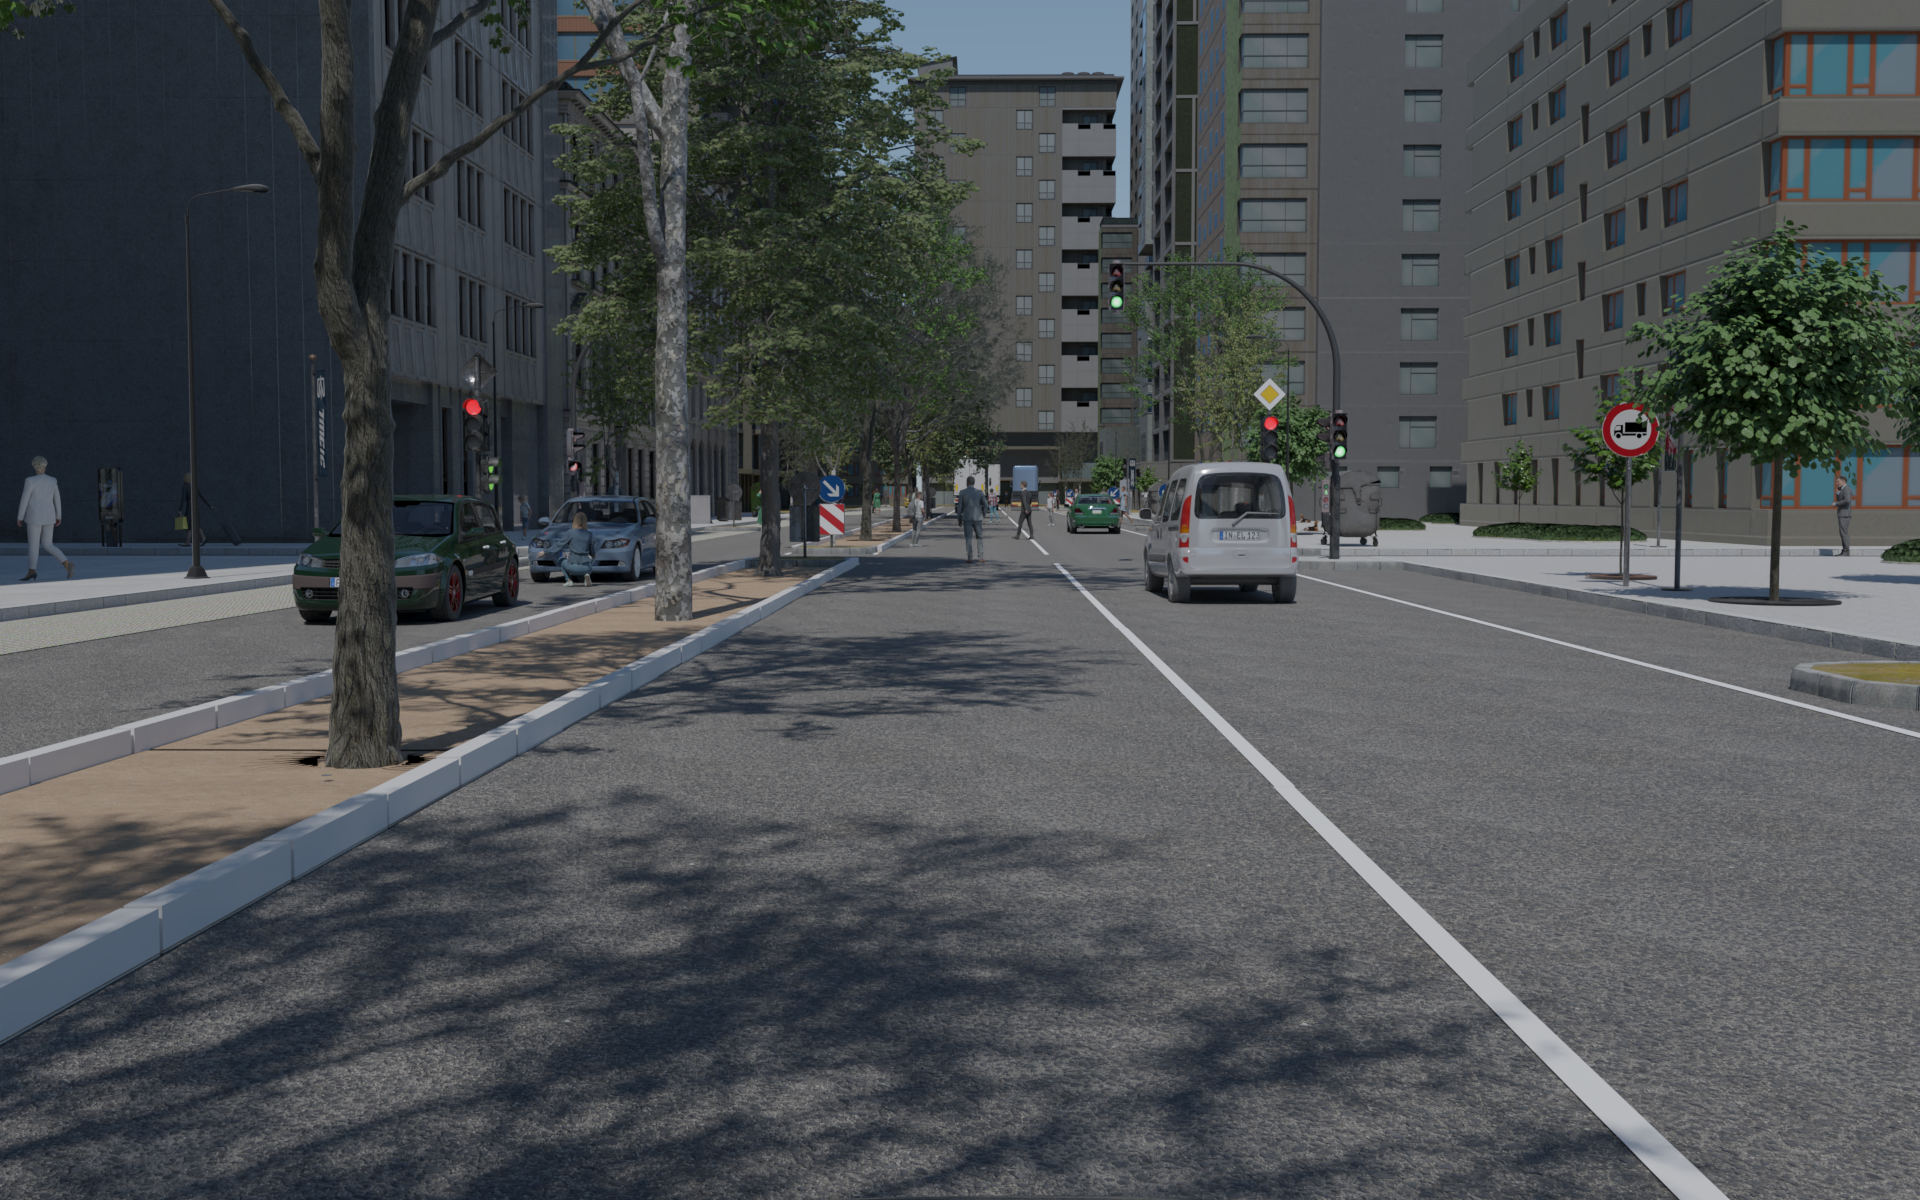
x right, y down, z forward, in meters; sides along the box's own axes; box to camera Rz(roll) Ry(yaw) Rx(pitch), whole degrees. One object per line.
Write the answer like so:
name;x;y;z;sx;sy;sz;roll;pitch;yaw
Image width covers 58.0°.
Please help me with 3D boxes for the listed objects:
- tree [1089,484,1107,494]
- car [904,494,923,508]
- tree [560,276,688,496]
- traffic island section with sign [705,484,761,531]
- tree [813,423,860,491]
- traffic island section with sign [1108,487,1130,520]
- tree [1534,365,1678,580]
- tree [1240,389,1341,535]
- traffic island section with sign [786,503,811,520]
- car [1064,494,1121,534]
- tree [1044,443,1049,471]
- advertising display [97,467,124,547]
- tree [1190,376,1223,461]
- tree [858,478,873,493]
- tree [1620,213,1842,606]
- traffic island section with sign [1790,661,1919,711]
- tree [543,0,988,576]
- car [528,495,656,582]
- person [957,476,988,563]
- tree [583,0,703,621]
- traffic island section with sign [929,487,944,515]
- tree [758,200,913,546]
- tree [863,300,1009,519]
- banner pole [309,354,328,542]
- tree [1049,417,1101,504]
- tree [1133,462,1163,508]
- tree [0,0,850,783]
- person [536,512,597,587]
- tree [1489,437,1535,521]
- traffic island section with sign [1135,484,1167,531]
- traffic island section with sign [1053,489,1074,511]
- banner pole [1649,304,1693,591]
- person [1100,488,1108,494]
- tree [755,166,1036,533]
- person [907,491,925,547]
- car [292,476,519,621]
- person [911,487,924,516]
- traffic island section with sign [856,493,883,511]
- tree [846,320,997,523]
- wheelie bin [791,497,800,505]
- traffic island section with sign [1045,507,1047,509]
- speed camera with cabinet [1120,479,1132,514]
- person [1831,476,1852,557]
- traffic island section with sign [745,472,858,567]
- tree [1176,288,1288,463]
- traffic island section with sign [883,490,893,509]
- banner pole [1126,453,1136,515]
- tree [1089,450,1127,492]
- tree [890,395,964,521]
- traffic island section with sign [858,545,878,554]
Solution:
tree;11.665;-9.303;146.702;1.663;3.219;1.824;0;3;0
car;-4.829;-10.390;180.099;2.015;1.641;3.980;0;4;1
tree;-11.184;-6.507;56.753;4.737;8.622;4.395;0;3;0
traffic island section with sign;-8.748;-3.568;66.969;1.989;1.847;2.006;0;4;1
tree;-10.197;-11.502;138.427;4.737;8.622;4.395;0;3;0
traffic island section with sign;8.273;-5.275;94.867;1.989;1.847;2.006;0;4;1
tree;9.886;-1.932;26.196;1.663;3.219;1.824;0;3;0
tree;10.420;-4.325;54.433;4.285;4.588;4.351;0;3;0
traffic island section with sign;-8.362;-5.236;94.239;1.989;1.847;2.006;0;4;1
car;4.904;-3.178;63.751;2.131;1.459;4.920;0;4;1
tree;11.678;-14.942;194.671;4.360;8.622;3.978;0;3;0
advertising display;-20.585;-2.249;41.986;0.974;1.923;0.123;3;4;37
tree;15.389;-9.145;99.888;4.360;8.622;3.978;0;3;0
tree;-9.800;-11.324;179.755;1.663;3.219;1.824;0;3;0
tree;9.672;-2.236;20.276;4.285;4.588;4.351;0;3;0
traffic island section with sign;7.074;-0.219;12.206;1.989;1.847;2.006;0;4;1
tree;-3.408;-6.704;30.188;7.486;12.596;7.792;0;3;0
car;-6.138;-1.094;29.896;2.014;1.417;4.499;0;4;0
person;0.260;-1.675;35.988;0.635;1.810;0.391;-1;4;-13
tree;-4.438;-9.877;19.841;12.611;20.169;13.585;0;3;0
traffic island section with sign;-1.970;-6.662;117.067;2.006;1.907;1.989;0;4;1
tree;-3.175;-5.509;42.899;4.360;8.622;3.978;0;3;0
tree;-1.963;-11.025;99.725;9.611;12.733;9.660;0;3;0
banner pole;-11.442;-2.503;30.942;0.401;3.779;0.863;-3;4;-39
tree;11.211;-13.149;165.343;4.360;8.622;3.978;0;3;0
tree;11.095;-6.601;102.535;1.663;3.219;1.824;0;3;0
tree;-3.036;-4.921;8.671;9.928;11.665;9.643;0;3;0
person;-6.041;-0.785;26.830;1.012;1.151;0.738;-2;4;-27
tree;18.312;-3.776;56.341;1.663;3.219;1.824;0;3;0
traffic island section with sign;7.883;-3.604;67.557;1.989;1.847;2.006;0;4;1
traffic island section with sign;8.991;-8.284;144.069;1.989;1.847;2.006;0;4;1
banner pole;9.554;-2.027;23.150;0.401;3.779;0.863;0;4;4
person;8.917;-6.024;107.091;0.694;1.812;0.767;0;4;3
tree;-2.320;-9.232;63.772;12.009;13.543;11.850;0;3;0
person;-1.195;-2.207;47.180;0.503;1.515;0.523;0;4;3
car;-6.535;-0.668;20.710;2.009;1.686;4.222;0;4;0
person;-1.971;-4.420;81.254;0.515;1.767;0.782;3;5;42
traffic island section with sign;-7.632;-8.287;144.116;1.989;1.847;2.006;0;4;1
tree;-2.349;-9.111;85.838;8.767;10.594;7.601;0;4;1
wheelie bin;-10.495;-6.411;112.720;0.980;1.594;0.693;0;4;-3
traffic island section with sign;9.377;-9.956;171.408;1.989;1.847;2.006;0;4;1
speed camera with cabinet;10.505;-7.061;109.777;0.660;3.252;2.038;1;4;12
person;19.967;-1.892;39.245;0.447;1.846;0.655;1;4;22
traffic island section with sign;-3.164;-1.614;34.530;2.006;1.907;1.989;0;4;1
tree;9.922;-6.856;62.461;4.737;8.622;4.395;0;3;0
traffic island section with sign;-7.238;-9.961;171.490;1.989;1.847;2.006;0;4;1
banner pole;10.454;-7.114;106.323;0.863;3.779;0.401;-2;4;-30
tree;11.283;-8.954;130.112;4.285;4.588;4.351;0;3;0
tree;-1.833;-8.522;92.148;4.737;8.622;4.395;0;3;0
traffic island section with sign;-3.047;-2.067;41.936;2.006;1.907;1.989;0;4;1
